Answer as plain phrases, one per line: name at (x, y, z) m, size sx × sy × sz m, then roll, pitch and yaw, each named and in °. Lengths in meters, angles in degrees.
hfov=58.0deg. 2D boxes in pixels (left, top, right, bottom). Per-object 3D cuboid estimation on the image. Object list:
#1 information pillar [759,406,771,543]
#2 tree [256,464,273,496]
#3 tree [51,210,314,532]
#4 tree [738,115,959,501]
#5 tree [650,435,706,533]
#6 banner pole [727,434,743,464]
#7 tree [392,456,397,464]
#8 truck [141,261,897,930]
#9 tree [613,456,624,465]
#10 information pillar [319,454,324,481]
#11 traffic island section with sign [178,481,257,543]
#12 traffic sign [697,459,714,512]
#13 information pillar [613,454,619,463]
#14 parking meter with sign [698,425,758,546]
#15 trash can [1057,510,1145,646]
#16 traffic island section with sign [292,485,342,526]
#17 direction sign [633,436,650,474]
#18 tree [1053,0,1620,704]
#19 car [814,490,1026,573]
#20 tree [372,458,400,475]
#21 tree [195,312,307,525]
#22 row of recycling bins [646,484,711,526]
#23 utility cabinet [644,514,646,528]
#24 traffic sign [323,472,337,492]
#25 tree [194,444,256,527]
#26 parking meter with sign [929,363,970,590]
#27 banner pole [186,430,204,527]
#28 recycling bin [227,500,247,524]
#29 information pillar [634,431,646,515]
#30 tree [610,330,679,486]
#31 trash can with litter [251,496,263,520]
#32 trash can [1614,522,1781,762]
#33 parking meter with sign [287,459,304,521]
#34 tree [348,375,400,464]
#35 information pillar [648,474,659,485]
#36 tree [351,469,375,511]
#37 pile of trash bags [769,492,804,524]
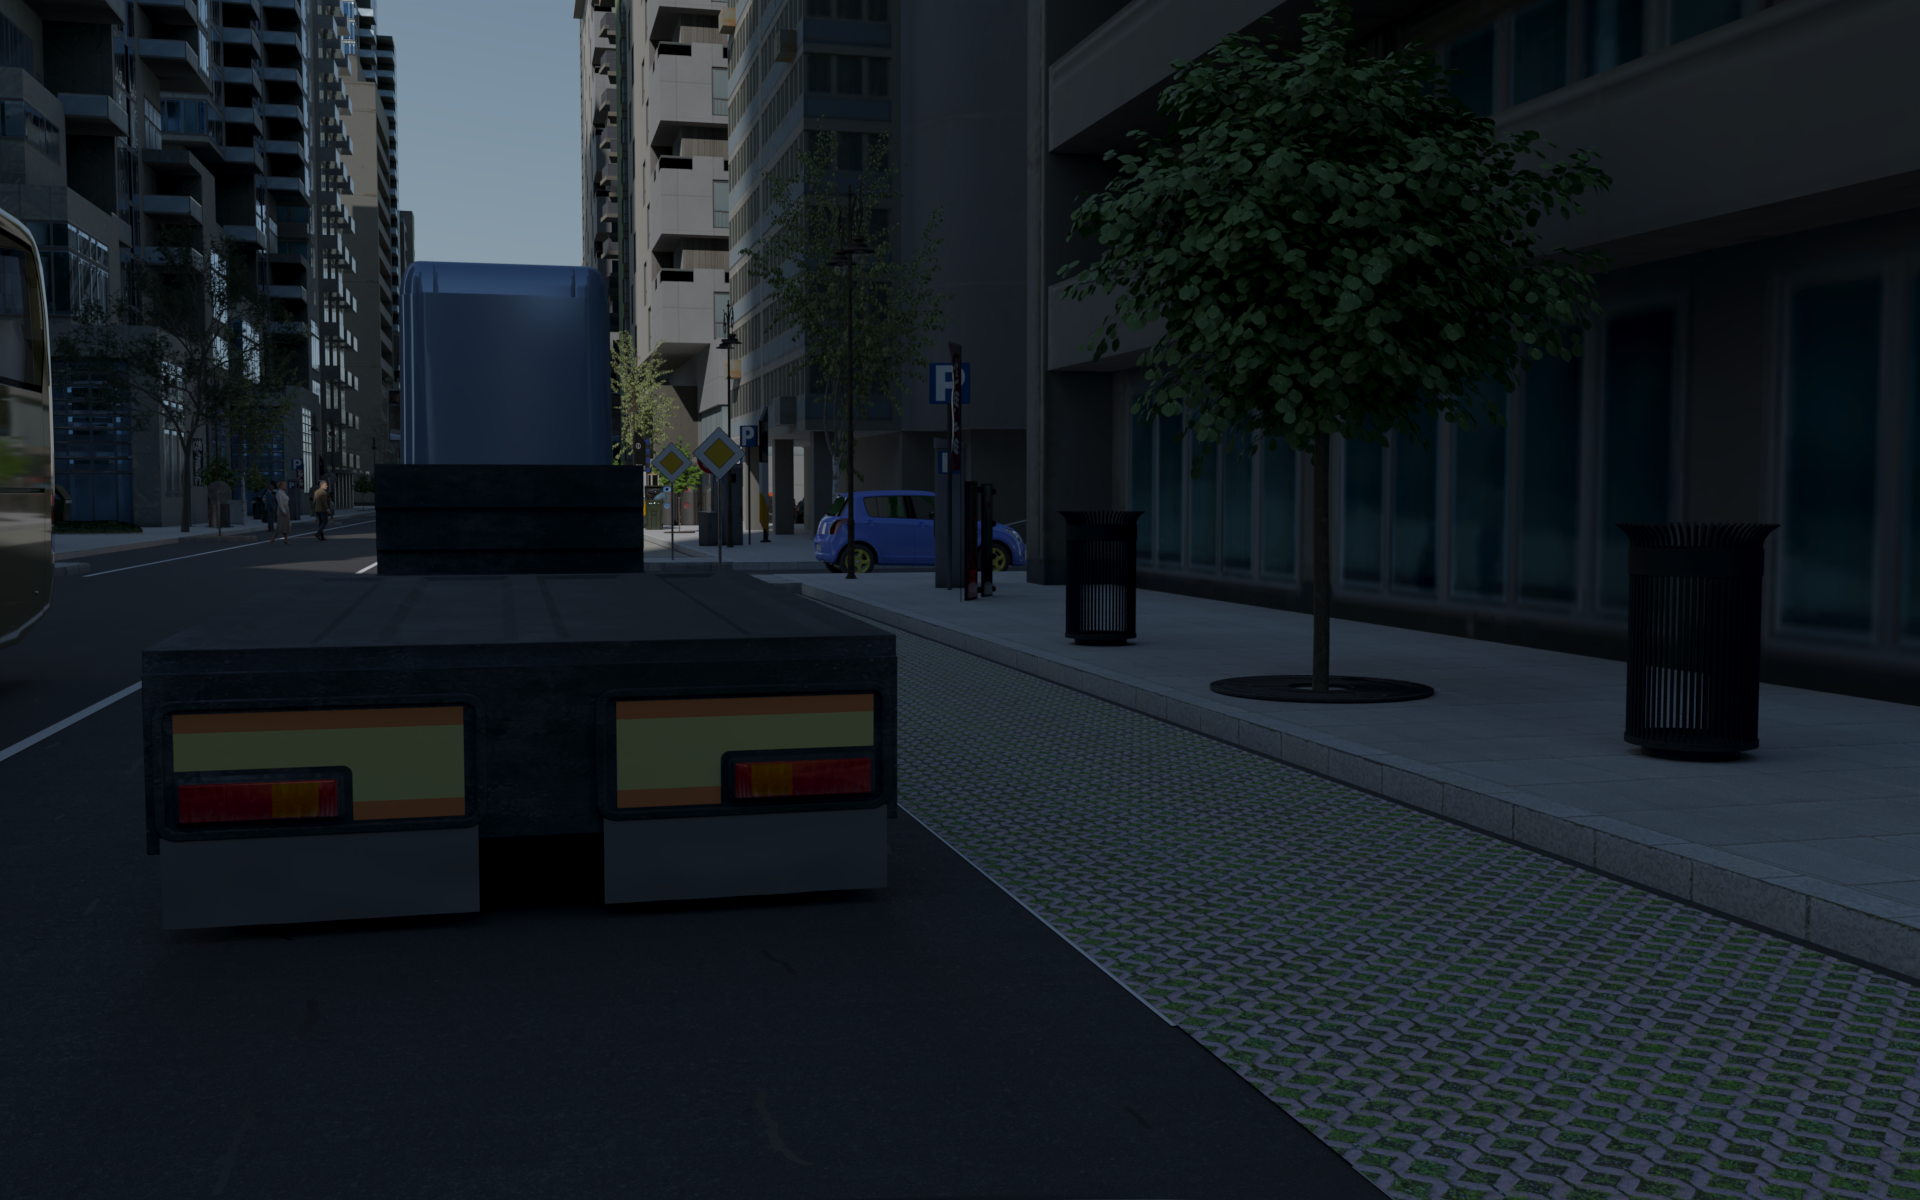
information pillar at (-5.182, -3.330, 45.808) m, size 0.183 × 3.616 × 0.504 m, roll 1°, pitch 4°, yaw 15°
tree at (-40.024, -6.335, 98.178) m, size 1.663 × 3.219 × 1.824 m, roll 0°, pitch 3°, yaw 0°
tree at (-25.977, -7.537, 57.635) m, size 8.767 × 10.594 × 7.601 m, roll -1°, pitch 4°, yaw -21°
tree at (-2.269, -5.160, 34.736) m, size 4.737 × 8.622 × 4.395 m, roll 0°, pitch 3°, yaw 0°
tree at (-9.088, -3.802, 56.761) m, size 1.663 × 3.219 × 1.824 m, roll 0°, pitch 3°, yaw 0°
banner pole at (-9.369, -4.998, 71.734) m, size 0.863 × 3.779 × 0.401 m, roll -1°, pitch 4°, yaw -20°
tree at (-61.060, -14.805, 192.423) m, size 4.737 × 8.622 × 4.395 m, roll 0°, pitch 3°, yaw 0°
truck at (-3.797, -1.524, 14.670) m, size 2.967 × 4.110 × 18.799 m, roll -1°, pitch 4°, yaw -15°
tree at (-17.175, -5.636, 86.748) m, size 1.663 × 3.219 × 1.824 m, roll 0°, pitch 3°, yaw 0°
information pillar at (-37.556, -6.761, 101.890) m, size 0.183 × 3.616 × 0.504 m, roll 0°, pitch 4°, yaw 4°
traffic island section with sign at (-22.328, -2.664, 52.185) m, size 1.989 × 1.847 × 2.006 m, roll -1°, pitch 4°, yaw -14°
traffic sign at (-6.302, -2.689, 44.075) m, size 0.768 × 2.556 × 0.104 m, roll 0°, pitch 4°, yaw -5°
information pillar at (-20.183, -6.732, 101.422) m, size 0.504 × 3.616 × 0.183 m, roll -3°, pitch 5°, yaw -40°
parking meter with sign at (-5.813, -2.875, 43.260) m, size 0.543 × 3.016 × 1.738 m, roll 2°, pitch 4°, yaw 34°
trash can at (1.202, -0.191, 14.773) m, size 0.748 × 1.137 × 0.748 m, roll 0°, pitch 3°, yaw 0°
traffic island section with sign at (-29.055, -4.261, 78.290) m, size 1.989 × 1.847 × 2.006 m, roll -1°, pitch 4°, yaw -14°
direction sign at (-12.471, -4.640, 67.854) m, size 0.379 × 3.537 × 0.876 m, roll 3°, pitch 4°, yaw 37°
tree at (2.306, -1.683, 11.226) m, size 4.285 × 4.588 × 4.351 m, roll 0°, pitch 3°, yaw 0°
car at (-0.688, -1.266, 30.296) m, size 3.694 × 1.707 × 1.945 m, roll -1°, pitch 4°, yaw -15°
tree at (-51.905, -10.643, 157.719) m, size 4.285 × 4.588 × 4.351 m, roll 0°, pitch 3°, yaw 0°
tree at (-29.199, -7.377, 70.975) m, size 4.737 × 8.622 × 4.395 m, roll 0°, pitch 3°, yaw 0°
row of recycling bins at (-11.474, -3.888, 70.682) m, size 3.534 × 1.692 × 1.069 m, roll 0°, pitch 4°, yaw 4°
utility cabinet at (-11.728, -3.300, 65.115) m, size 1.020 × 1.237 × 0.306 m, roll -2°, pitch 4°, yaw -30°
traffic sign at (-36.919, -6.202, 101.500) m, size 0.768 × 2.556 × 0.104 m, roll -1°, pitch 4°, yaw -13°
tree at (-28.481, -4.419, 66.849) m, size 1.663 × 3.219 × 1.824 m, roll 0°, pitch 3°, yaw 0°
parking meter with sign at (-0.095, -1.689, 23.869) m, size 0.543 × 3.016 × 1.738 m, roll 0°, pitch 4°, yaw 3°
banner pole at (-30.040, -4.769, 67.996) m, size 0.401 × 3.779 × 0.863 m, roll 2°, pitch 4°, yaw 33°
recycling bin at (-30.839, -3.751, 73.888) m, size 0.722 × 1.027 × 0.722 m, roll -1°, pitch 4°, yaw -18°
information pillar at (-11.868, -4.456, 64.207) m, size 0.183 × 3.616 × 0.504 m, roll 3°, pitch 5°, yaw 44°
tree at (-14.371, -7.763, 77.295) m, size 4.737 × 8.622 × 4.395 m, roll 0°, pitch 3°, yaw 0°
trash can with litter at (-35.366, -4.626, 87.016) m, size 0.624 × 1.170 × 1.055 m, roll -2°, pitch 4°, yaw -29°
trash can at (3.587, 0.194, 8.474) m, size 0.748 × 1.137 × 0.748 m, roll 0°, pitch 3°, yaw 0°
parking meter with sign at (-32.464, -5.385, 84.312) m, size 0.543 × 3.016 × 1.738 m, roll 0°, pitch 4°, yaw -5°
tree at (-57.541, -16.357, 177.802) m, size 12.009 × 13.543 × 11.850 m, roll 0°, pitch 3°, yaw 0°
information pillar at (-11.159, -3.582, 63.060) m, size 0.304 × 2.012 × 0.304 m, roll -3°, pitch 4°, yaw -36°
tree at (-45.228, -8.375, 131.525) m, size 1.663 × 3.219 × 1.824 m, roll 0°, pitch 3°, yaw 0°
pile of trash bags at (-7.772, -4.371, 81.225) m, size 1.912 × 1.369 × 3.447 m, roll -3°, pitch 5°, yaw -43°
